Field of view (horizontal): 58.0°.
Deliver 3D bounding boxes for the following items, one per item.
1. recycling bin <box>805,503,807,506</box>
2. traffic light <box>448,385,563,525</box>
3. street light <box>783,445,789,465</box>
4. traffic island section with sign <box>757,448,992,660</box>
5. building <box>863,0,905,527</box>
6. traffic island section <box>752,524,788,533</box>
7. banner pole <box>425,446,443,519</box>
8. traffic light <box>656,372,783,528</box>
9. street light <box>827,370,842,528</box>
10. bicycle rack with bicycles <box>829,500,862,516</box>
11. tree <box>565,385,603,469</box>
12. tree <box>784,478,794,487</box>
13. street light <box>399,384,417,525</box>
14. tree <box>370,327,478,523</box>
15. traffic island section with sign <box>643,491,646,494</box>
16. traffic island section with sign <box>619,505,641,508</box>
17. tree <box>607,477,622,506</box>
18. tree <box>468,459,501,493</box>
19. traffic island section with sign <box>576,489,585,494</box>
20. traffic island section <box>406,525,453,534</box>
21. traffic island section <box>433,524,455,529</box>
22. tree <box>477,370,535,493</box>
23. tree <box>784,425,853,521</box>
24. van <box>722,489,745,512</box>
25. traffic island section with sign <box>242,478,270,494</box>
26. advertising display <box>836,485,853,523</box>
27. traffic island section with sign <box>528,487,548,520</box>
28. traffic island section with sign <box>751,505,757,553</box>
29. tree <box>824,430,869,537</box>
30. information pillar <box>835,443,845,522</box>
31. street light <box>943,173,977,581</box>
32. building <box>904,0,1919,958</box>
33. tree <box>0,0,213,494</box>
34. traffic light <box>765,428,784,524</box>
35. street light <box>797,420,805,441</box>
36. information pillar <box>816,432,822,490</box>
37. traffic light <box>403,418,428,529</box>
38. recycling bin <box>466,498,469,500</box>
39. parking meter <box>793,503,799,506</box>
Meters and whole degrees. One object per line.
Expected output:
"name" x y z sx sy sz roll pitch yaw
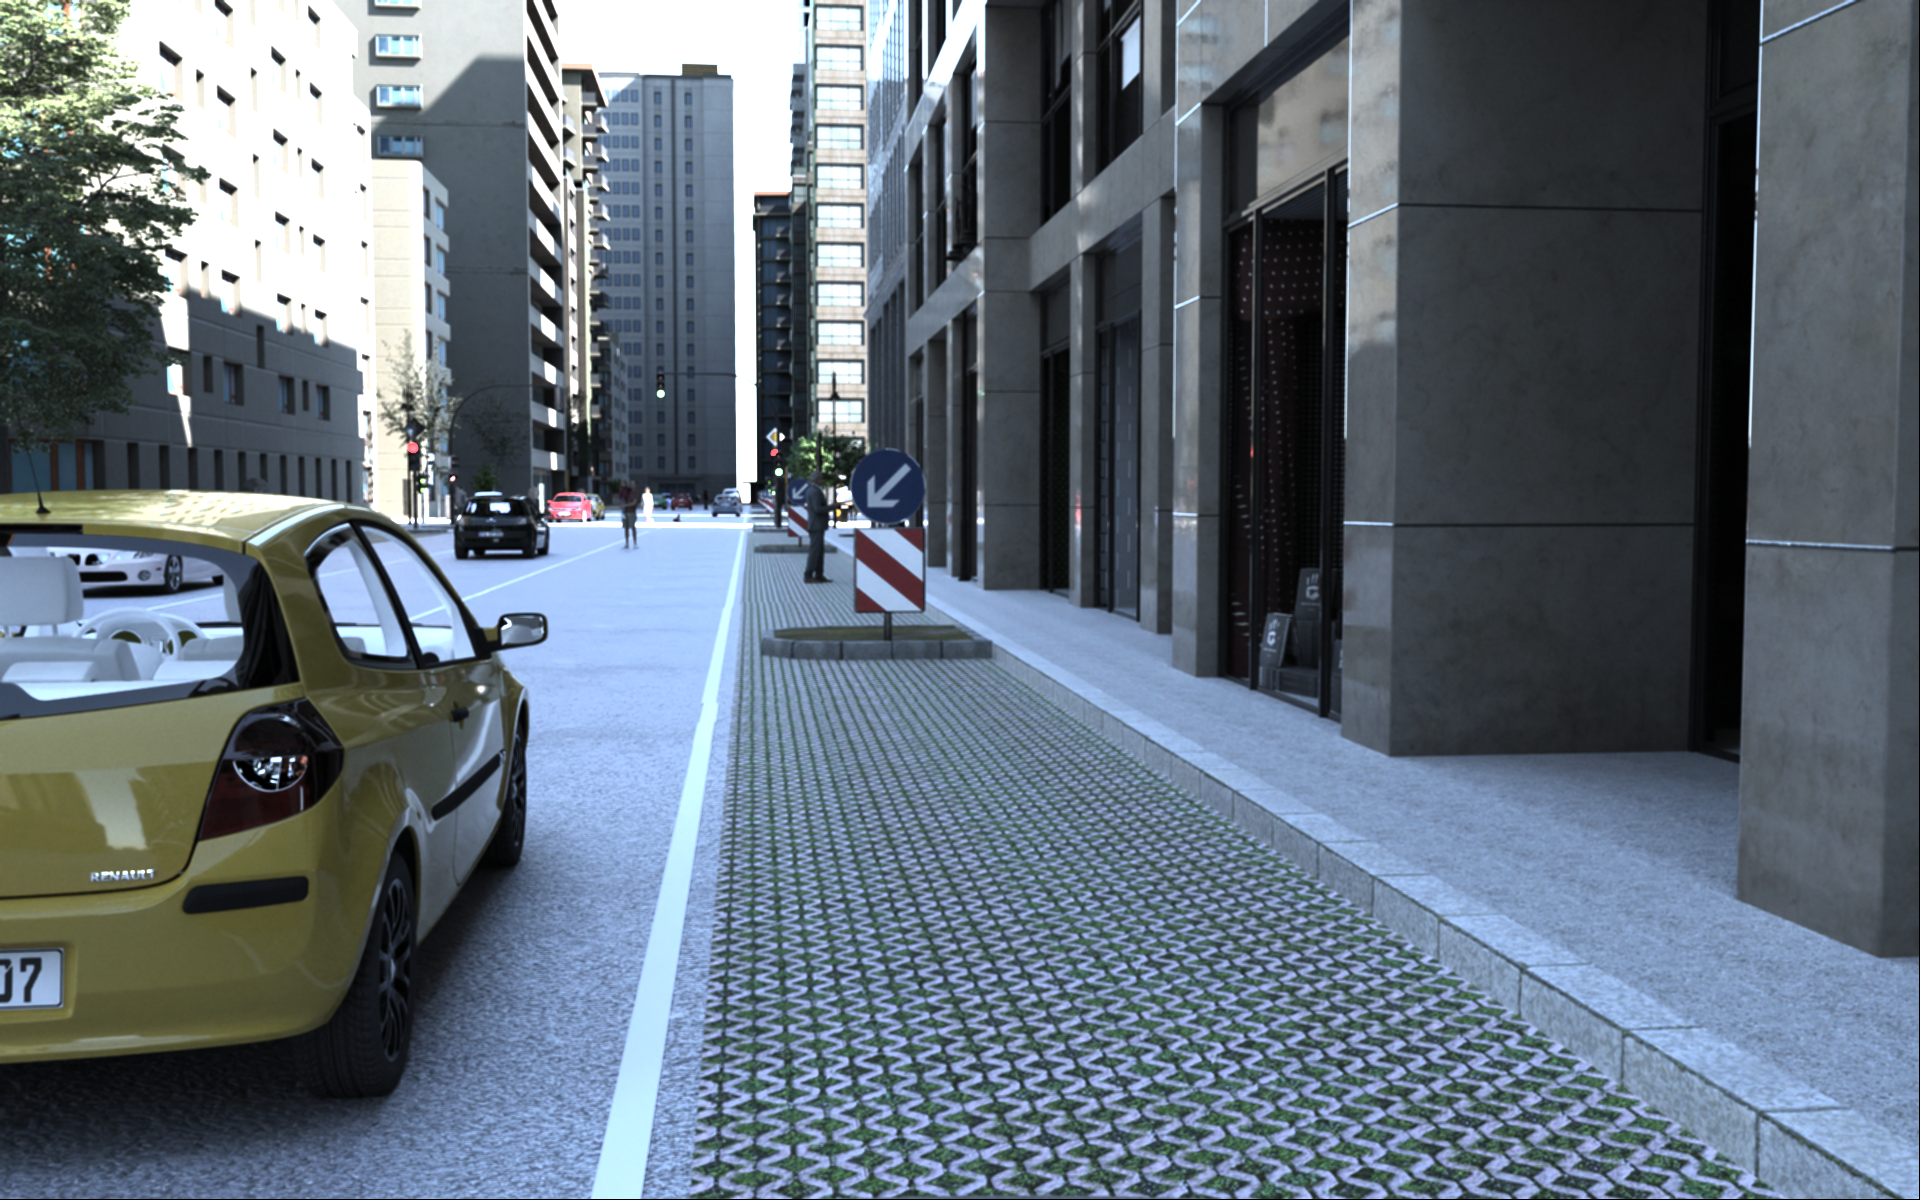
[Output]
"recycling bin" -9.694 -6.110 112.449 0.722 1.027 0.722 -1 4 -14
"traffic light" -18.919 -5.947 71.898 4.771 5.953 1.251 0 4 -7
"street light" -14.761 -10.663 147.130 0.468 5.910 1.993 0 4 -7
"traffic island section with sign" -0.819 -0.439 15.813 1.989 1.847 2.006 0 4 -7
"building" 3.697 -16.667 50.001 11.434 29.767 29.804 0 4 -7
"traffic island section" -6.820 -2.638 65.409 2.009 0.180 2.903 0 4 -7
"banner pole" -27.268 -6.100 89.749 0.863 3.779 0.401 0 4 -4
"traffic light" -8.927 -5.519 64.899 4.771 5.953 1.251 0 4 -7
"street light" -4.691 -5.625 64.757 0.468 5.910 1.993 0 4 -7
"bicycle rack with bicycles" -6.794 -5.485 103.067 2.852 0.926 2.925 3 5 45
"tree" -31.322 -12.214 134.103 7.601 10.594 8.767 -2 4 -32
"tree" -11.963 -8.047 126.169 1.663 3.219 1.824 0 3 0
"street light" -23.125 -6.107 72.642 0.468 5.910 1.993 0 4 -7
"tree" -23.730 -7.699 76.243 4.360 8.622 3.978 0 3 0
"traffic island section with sign" -36.282 -11.721 200.268 1.989 1.847 2.006 0 4 -7
"traffic island section with sign" -32.966 -10.051 172.962 1.989 1.847 2.006 0 4 -7
"tree" -37.896 -12.105 192.512 1.663 3.219 1.824 0 3 0
"tree" -26.517 -6.251 96.802 1.663 3.219 1.824 0 3 0
"traffic island section with sign" -26.933 -7.005 123.161 1.989 1.847 2.006 0 4 -7
"traffic island section" -20.065 -2.540 63.815 2.009 0.180 2.903 0 4 -7
"traffic island section" -21.026 -3.025 71.742 2.009 0.180 2.903 0 4 -7
"tree" -27.829 -9.394 103.947 4.360 8.622 3.978 0 3 0
"tree" -7.200 -6.356 87.640 4.285 4.588 4.351 0 3 0
"van" -18.130 -7.987 137.602 2.013 2.044 4.112 0 4 -7
"traffic island section with sign" -17.064 -2.025 41.740 1.989 1.847 2.006 0 4 -7
"advertising display" -5.091 -4.331 76.031 0.974 1.923 0.123 -3 5 -43
"traffic island section with sign" -23.680 -5.366 96.368 1.989 1.847 2.006 0 4 -7
"traffic island section with sign" -4.054 -2.076 42.574 1.989 1.847 2.006 0 4 -7
"tree" -3.308 -3.534 52.388 1.663 3.219 1.824 0 3 0
"information pillar" -5.473 -5.352 78.866 0.504 3.616 0.183 0 4 2
"street light" 0.060 -3.218 25.406 0.468 5.910 1.993 0 4 -7
"building" 10.474 -13.076 18.310 19.350 26.468 34.151 0 4 -7
"tree" -18.552 -7.044 33.293 7.486 12.596 7.792 0 3 0
"traffic light" -7.822 -5.156 73.218 0.839 4.253 0.868 0 4 -7
"street light" -9.887 -8.250 107.675 0.468 5.910 1.993 0 4 -7
"information pillar" -5.327 -4.527 65.371 0.183 3.616 0.504 -1 4 -22
"traffic light" -20.024 -4.573 63.685 0.839 4.253 0.868 0 4 -7
"recycling bin" -29.224 -5.547 103.246 0.722 1.027 0.722 -1 4 -19
"parking meter" -9.186 -5.588 97.078 0.255 1.863 0.399 1 4 10
